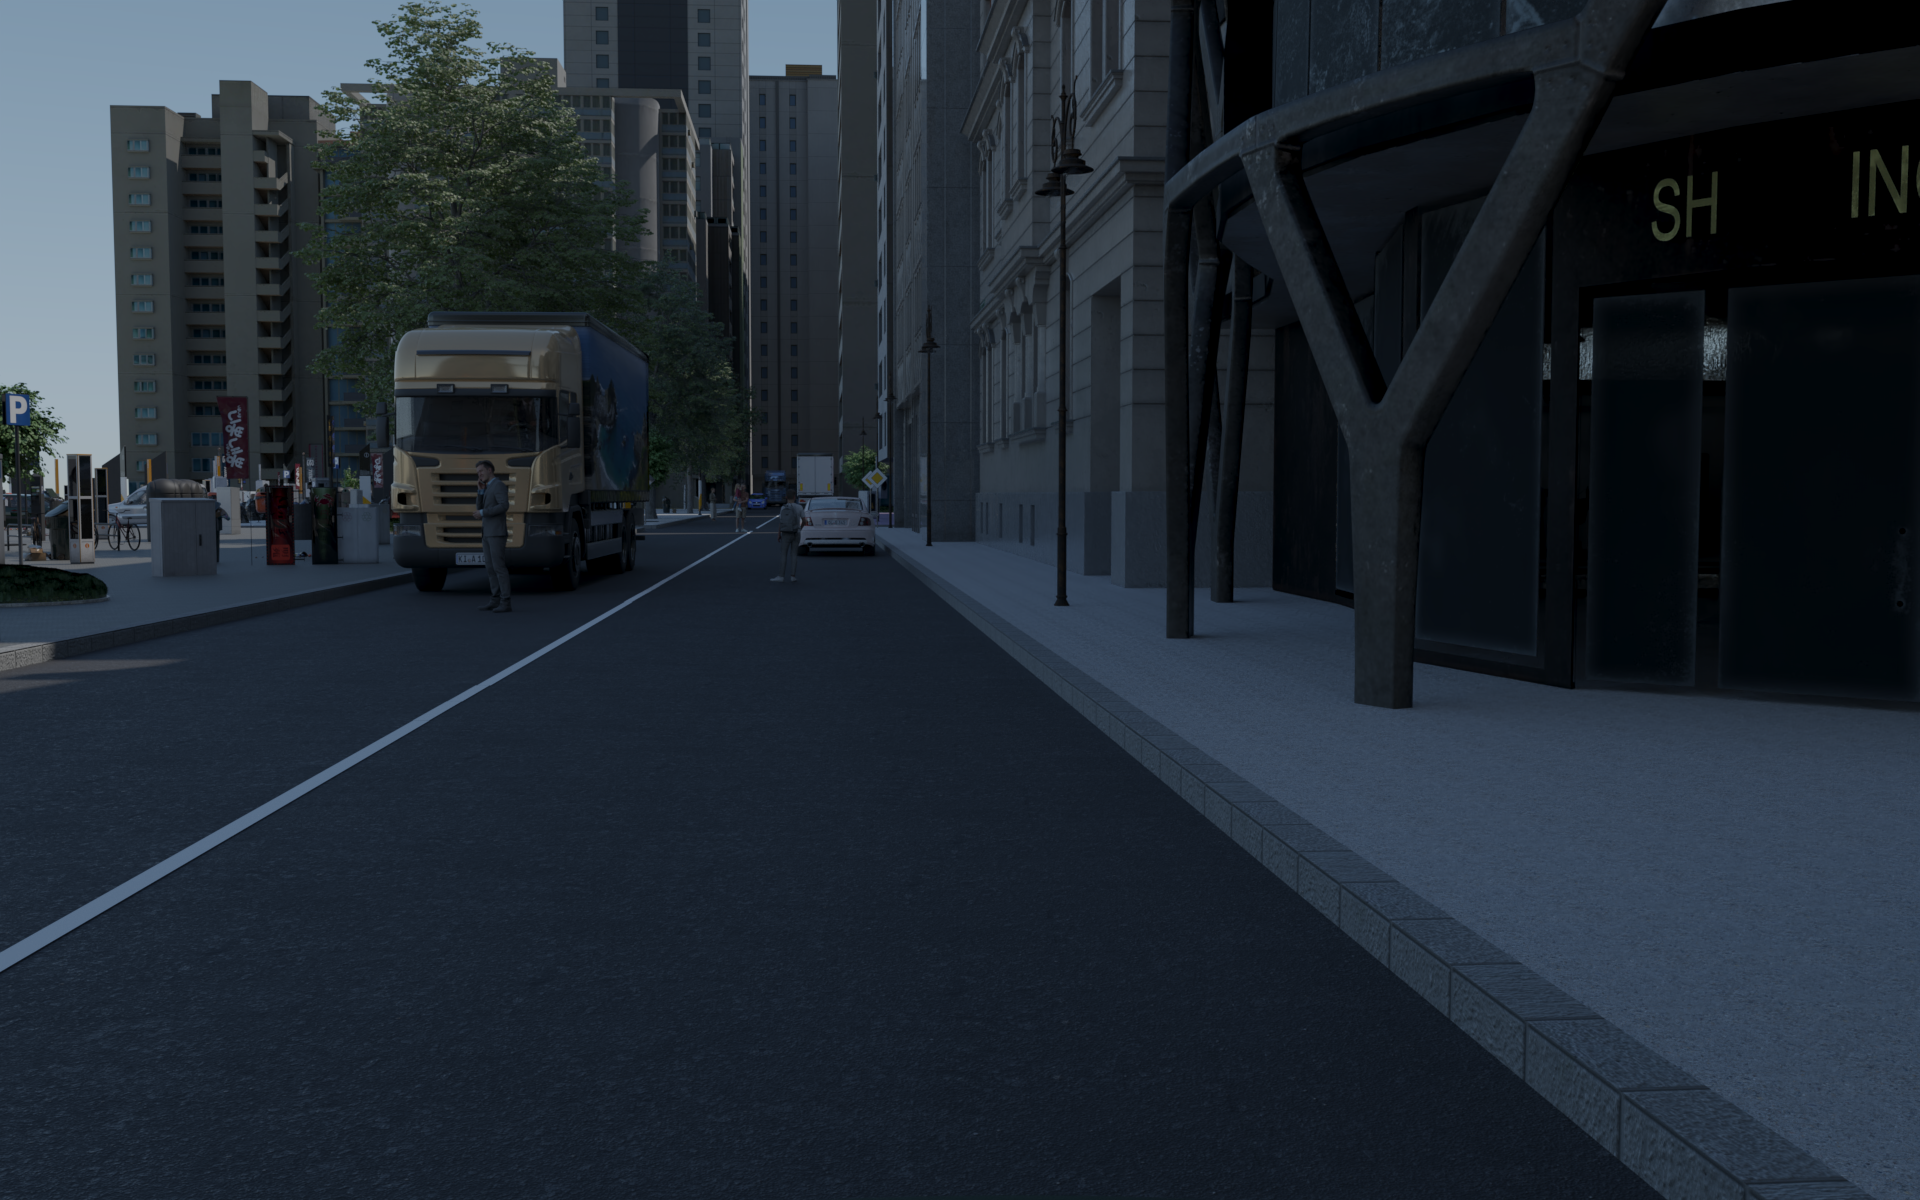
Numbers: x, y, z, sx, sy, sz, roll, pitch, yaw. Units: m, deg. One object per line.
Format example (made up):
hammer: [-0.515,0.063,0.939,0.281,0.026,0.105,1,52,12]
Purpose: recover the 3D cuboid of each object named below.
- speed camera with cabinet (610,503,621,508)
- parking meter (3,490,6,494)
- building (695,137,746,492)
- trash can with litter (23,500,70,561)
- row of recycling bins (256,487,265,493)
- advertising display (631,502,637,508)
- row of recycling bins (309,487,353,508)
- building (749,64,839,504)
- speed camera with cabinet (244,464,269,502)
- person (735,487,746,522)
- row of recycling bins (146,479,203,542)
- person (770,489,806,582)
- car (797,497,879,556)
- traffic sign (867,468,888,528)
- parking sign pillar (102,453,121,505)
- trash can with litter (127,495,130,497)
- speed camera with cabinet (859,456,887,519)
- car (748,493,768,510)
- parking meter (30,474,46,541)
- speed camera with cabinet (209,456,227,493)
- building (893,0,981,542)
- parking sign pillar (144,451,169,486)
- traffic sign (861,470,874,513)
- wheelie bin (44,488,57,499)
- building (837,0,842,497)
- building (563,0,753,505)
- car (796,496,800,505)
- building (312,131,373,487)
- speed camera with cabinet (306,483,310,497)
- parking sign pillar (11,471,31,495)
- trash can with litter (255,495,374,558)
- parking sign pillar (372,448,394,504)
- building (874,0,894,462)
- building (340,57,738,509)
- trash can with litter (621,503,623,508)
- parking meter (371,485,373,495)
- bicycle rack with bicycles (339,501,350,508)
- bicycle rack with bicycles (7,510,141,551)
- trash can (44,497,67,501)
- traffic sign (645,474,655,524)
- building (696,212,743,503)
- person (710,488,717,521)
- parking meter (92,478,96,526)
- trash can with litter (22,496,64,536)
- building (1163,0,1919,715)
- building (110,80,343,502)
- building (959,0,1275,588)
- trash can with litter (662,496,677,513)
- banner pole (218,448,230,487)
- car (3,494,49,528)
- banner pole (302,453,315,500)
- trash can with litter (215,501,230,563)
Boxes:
speed camera with cabinet: [-25.824,-8.307,130.155,0.660,3.252,2.038,2,4,29]
parking meter: [-62.846,-6.442,113.742,0.372,1.533,0.369,0,3,0]
building: [-31.341,-31.132,192.599,14.154,41.232,14.086,0,4,-5]
trash can with litter: [-17.520,-1.347,33.408,0.624,1.170,1.055,3,4,38]
row of recycling bins: [-38.225,-5.410,95.561,1.069,1.692,3.534,-2,4,-26]
advertising display: [-18.987,-5.773,99.607,0.123,1.923,0.974,2,4,34]
row of recycling bins: [-36.853,-5.792,101.814,3.534,1.692,1.069,2,4,29]
building: [-30.988,-42.708,240.273,28.212,58.520,21.231,0,4,-5]
speed camera with cabinet: [-46.669,-7.367,114.791,0.660,3.252,2.038,1,4,16]
person: [-11.182,-4.844,87.877,0.709,1.800,0.728,2,4,26]
row of recycling bins: [-21.697,-2.502,48.020,1.069,1.692,3.534,-1,4,-12]
person: [-2.810,-1.057,28.373,0.523,1.515,0.503,3,4,37]
car: [-2.986,-1.791,41.647,2.083,1.381,4.827,0,4,-4]
traffic sign: [-3.147,-3.806,65.869,0.795,2.450,0.064,0,4,-5]
parking sign pillar: [-53.845,-7.446,110.218,1.447,3.967,1.447,0,4,-3]
trash can with litter: [-63.544,-7.419,132.359,2.233,1.210,1.678,3,5,39]
speed camera with cabinet: [-4.525,-5.864,90.212,0.660,3.252,2.038,2,4,28]
car: [-18.824,-9.253,160.874,1.945,1.707,3.694,0,4,-5]
parking meter: [-25.215,-2.547,47.354,0.255,1.863,0.399,-1,4,-12]
speed camera with cabinet: [-38.071,-5.823,89.545,0.660,3.252,2.038,-3,4,-36]
building: [4.277,-14.556,56.005,12.078,24.808,19.932,0,4,-5]
parking sign pillar: [-49.862,-7.280,107.503,1.447,3.967,1.447,-1,4,-8]
traffic sign: [-3.808,-4.293,73.827,0.795,2.450,0.064,0,4,-5]
wheelie bin: [-48.827,-5.194,92.828,0.693,1.594,0.980,0,4,4]
building: [1.311,-31.250,134.643,21.300,48.544,21.600,0,4,-5]
building: [-36.356,-47.308,211.736,20.611,71.187,20.563,0,4,-5]
car: [-14.246,-9.072,160.332,2.014,1.417,4.499,0,4,-5]
building: [-60.881,-33.899,208.868,28.867,44.769,22.147,0,4,-5]
speed camera with cabinet: [-50.249,-8.583,134.661,0.660,3.252,2.038,0,4,-1]
parking sign pillar: [-71.211,-8.739,131.358,1.447,3.967,1.447,-1,4,-21]
trash can with litter: [-13.052,-1.482,35.292,2.233,1.210,1.678,0,4,-5]
parking sign pillar: [-32.306,-6.661,97.382,1.447,3.967,1.447,0,4,-3]
building: [3.308,-18.843,79.790,14.107,30.474,14.160,0,4,-5]
building: [-36.967,-28.550,158.667,32.217,40.220,23.993,0,4,-5]
trash can with litter: [-23.342,-6.566,118.409,1.678,1.210,2.233,2,4,25]
parking meter: [-43.667,-7.524,128.735,0.399,1.863,0.255,3,5,45]
bicycle rack with bicycles: [-31.067,-4.372,84.857,2.852,0.926,2.925,-1,4,-16]
bicycle rack with bicycles: [-20.228,-1.581,39.228,2.852,0.926,2.925,-3,5,-44]
trash can: [-39.455,-3.898,75.386,0.748,1.137,0.748,0,3,0]
traffic sign: [-13.271,-4.246,73.064,0.795,2.450,0.064,0,4,-5]
building: [-29.862,-24.897,178.769,14.160,30.474,14.107,0,4,-5]
person: [-12.995,-5.037,91.405,0.362,1.759,0.519,1,4,13]
parking meter: [-30.910,-3.451,62.128,0.255,1.863,0.399,-1,4,-9]
trash can with litter: [-28.272,-2.594,53.470,1.678,1.210,2.233,1,4,20]
building: [9.991,-9.000,14.595,16.820,18.784,16.811,0,4,-5]
building: [-86.084,-35.697,207.340,21.600,48.544,21.300,0,4,-5]
building: [7.521,-15.102,34.306,14.401,28.519,23.554,0,4,-5]
trash can with litter: [-19.484,-6.423,116.397,1.055,1.170,0.624,-1,4,-10]
banner pole: [-40.036,-6.371,94.182,0.401,3.779,0.863,2,4,32]
car: [-36.354,-3.527,67.461,4.222,1.686,2.009,0,4,-6]
banner pole: [-39.398,-7.012,104.666,0.863,3.779,0.401,0,4,-6]
trash can with litter: [-13.996,-1.252,31.862,0.624,1.170,1.055,1,4,14]
